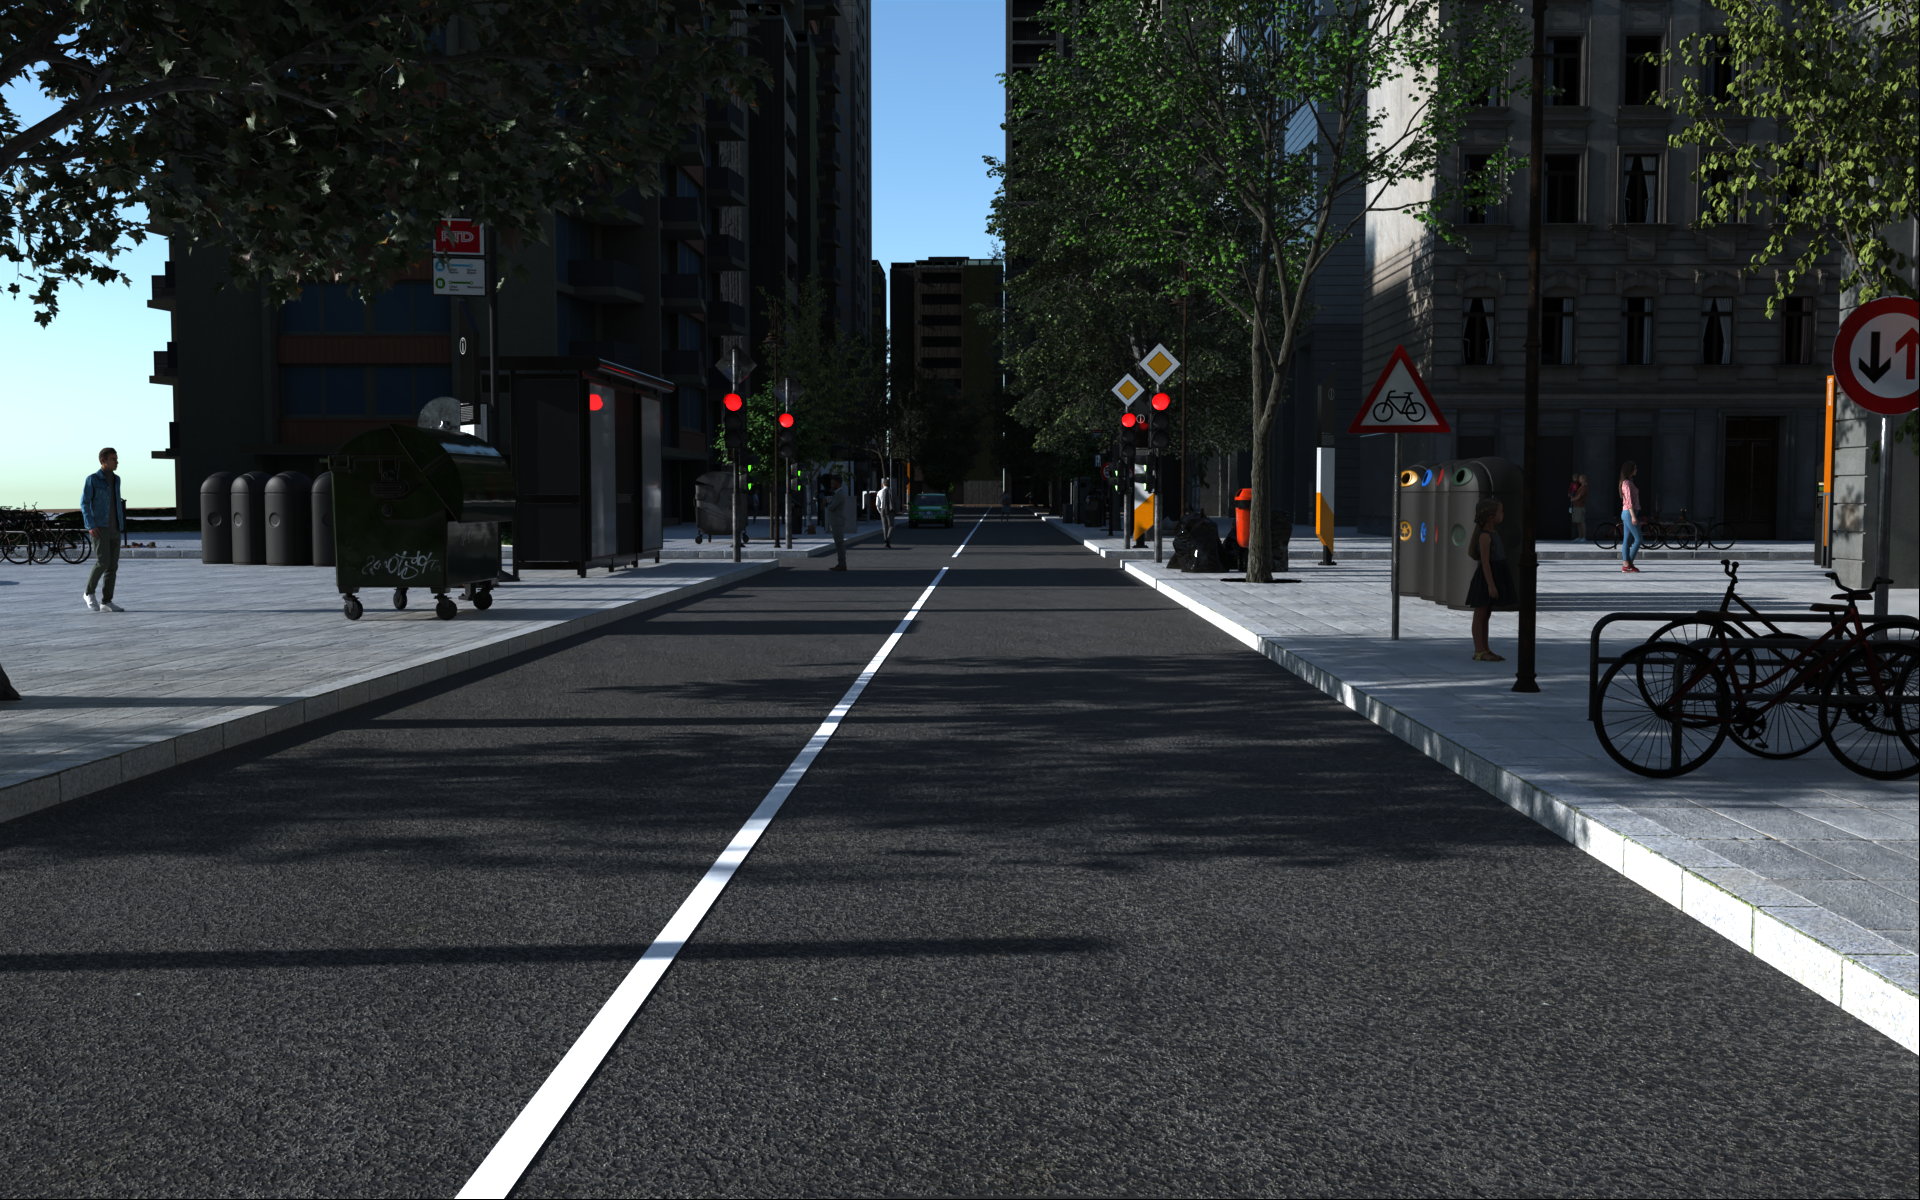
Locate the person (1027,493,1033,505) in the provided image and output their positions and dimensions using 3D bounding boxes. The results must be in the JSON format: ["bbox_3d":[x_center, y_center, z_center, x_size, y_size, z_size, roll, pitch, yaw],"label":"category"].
[{"bbox_3d":[7.841,-11.261,190.953,1.217,1.735,0.721,0,4,-7],"label":"person"}]

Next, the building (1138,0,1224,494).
[{"bbox_3d":[24.672,-30.919,129.223,21.300,48.544,21.600,0,4,1],"label":"building"}]

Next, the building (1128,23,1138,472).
[{"bbox_3d":[25.441,-37.417,153.767,21.231,58.520,28.212,0,4,1],"label":"building"}]

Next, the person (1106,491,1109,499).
[{"bbox_3d":[10.861,-7.233,125.241,0.436,1.711,0.756,3,5,44],"label":"person"}]

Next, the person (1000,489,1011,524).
[{"bbox_3d":[2.227,-4.529,83.550,0.512,1.701,0.522,-1,4,-15],"label":"person"}]

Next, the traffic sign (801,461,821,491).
[{"bbox_3d":[-5.368,-3.788,62.036,0.768,2.556,0.104,0,4,6],"label":"traffic sign"}]

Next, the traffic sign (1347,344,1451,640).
[{"bbox_3d":[3.829,-0.927,15.160,0.884,2.594,0.081,0,4,5],"label":"traffic sign"}]

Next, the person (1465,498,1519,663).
[{"bbox_3d":[4.085,-0.158,13.290,0.373,1.253,0.362,2,4,35],"label":"person"}]

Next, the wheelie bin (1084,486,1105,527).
[{"bbox_3d":[5.220,-3.625,67.170,0.693,1.594,0.980,2,4,24],"label":"wheelie bin"}]

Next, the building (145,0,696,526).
[{"bbox_3d":[-21.157,-25.617,73.461,22.147,44.769,28.867,0,4,1],"label":"building"}]

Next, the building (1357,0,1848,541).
[{"bbox_3d":[21.909,-12.382,51.596,18.267,20.994,9.793,0,4,1],"label":"building"}]

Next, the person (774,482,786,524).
[{"bbox_3d":[-7.653,-4.156,73.806,0.655,1.846,0.447,0,4,-1],"label":"person"}]

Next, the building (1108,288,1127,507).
[{"bbox_3d":[22.046,-24.730,176.032,14.160,30.474,14.107,0,4,1],"label":"building"}]

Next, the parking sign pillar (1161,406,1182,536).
[{"bbox_3d":[6.549,-3.990,53.716,1.447,3.967,1.447,-1,4,-15],"label":"parking sign pillar"}]

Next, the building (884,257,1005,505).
[{"bbox_3d":[-1.498,-27.039,213.783,14.107,30.474,14.160,0,4,1],"label":"building"}]

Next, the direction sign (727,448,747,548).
[{"bbox_3d":[-5.350,-3.034,41.606,0.379,3.537,0.876,2,4,24],"label":"direction sign"}]

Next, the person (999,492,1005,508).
[{"bbox_3d":[4.559,-10.407,179.366,1.217,1.735,0.721,-1,4,-20],"label":"person"}]

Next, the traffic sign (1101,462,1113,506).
[{"bbox_3d":[5.945,-4.187,68.558,0.768,2.556,0.104,0,4,5],"label":"traffic sign"}]

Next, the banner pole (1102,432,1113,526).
[{"bbox_3d":[5.924,-4.838,69.111,0.863,3.779,0.401,0,4,-6],"label":"banner pole"}]

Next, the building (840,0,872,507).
[{"bbox_3d":[-19.743,-44.961,173.360,20.611,71.187,20.563,0,4,1],"label":"building"}]

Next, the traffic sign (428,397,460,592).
[{"bbox_3d":[-6.732,-1.380,22.665,0.768,2.556,0.104,0,4,6],"label":"traffic sign"}]

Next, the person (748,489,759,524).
[{"bbox_3d":[-8.745,-3.993,73.929,0.503,1.515,0.523,2,4,33],"label":"person"}]

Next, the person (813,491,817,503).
[{"bbox_3d":[-7.752,-5.448,95.471,0.623,1.781,0.721,-3,4,-37],"label":"person"}]

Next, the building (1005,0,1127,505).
[{"bbox_3d":[15.938,-47.547,215.643,20.611,71.187,20.563,0,4,1],"label":"building"}]

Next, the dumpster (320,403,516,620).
[{"bbox_3d":[-5.707,-0.968,18.325,1.502,2.255,1.985,0,4,1],"label":"dumpster"}]

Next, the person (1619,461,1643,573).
[{"bbox_3d":[10.951,-1.358,28.262,0.388,1.821,0.555,0,4,5],"label":"person"}]

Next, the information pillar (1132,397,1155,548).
[{"bbox_3d":[4.361,-3.037,41.014,0.504,3.616,0.183,2,4,25],"label":"information pillar"}]

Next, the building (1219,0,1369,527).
[{"bbox_3d":[19.623,-18.623,81.978,11.434,29.767,29.804,0,4,1],"label":"building"}]

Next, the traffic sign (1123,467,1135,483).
[{"bbox_3d":[7.442,-4.739,77.595,0.768,2.556,0.104,0,4,3],"label":"traffic sign"}]

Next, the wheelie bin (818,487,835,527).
[{"bbox_3d":[-5.099,-3.629,67.243,0.693,1.594,0.980,1,4,12],"label":"wheelie bin"}]

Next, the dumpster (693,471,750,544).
[{"bbox_3d":[-6.184,-2.399,44.981,1.264,1.857,1.865,0,4,1],"label":"dumpster"}]

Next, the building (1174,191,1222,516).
[{"bbox_3d":[19.115,-15.404,106.605,10.420,20.320,16.860,0,4,1],"label":"building"}]

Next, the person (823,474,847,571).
[{"bbox_3d":[-2.357,-1.456,32.485,0.466,1.800,0.511,-1,4,-21],"label":"person"}]

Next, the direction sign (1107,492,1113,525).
[{"bbox_3d":[6.375,-4.939,72.749,0.379,3.537,0.876,0,4,6],"label":"direction sign"}]

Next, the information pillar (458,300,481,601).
[{"bbox_3d":[-5.884,-1.802,20.820,0.183,3.616,0.504,-3,4,-36],"label":"information pillar"}]

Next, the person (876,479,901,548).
[{"bbox_3d":[-1.911,-2.311,46.389,0.679,1.850,0.850,1,4,8],"label":"person"}]

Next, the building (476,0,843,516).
[{"bbox_3d":[-20.548,-29.066,129.855,22.147,44.769,28.867,0,4,1],"label":"building"}]

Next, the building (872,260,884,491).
[{"bbox_3d":[-16.372,-27.086,214.556,14.107,30.474,14.160,0,4,1],"label":"building"}]

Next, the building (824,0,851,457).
[{"bbox_3d":[-17.046,-30.651,151.256,14.600,45.320,14.200,0,4,1],"label":"building"}]

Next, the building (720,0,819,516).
[{"bbox_3d":[-16.138,-20.276,103.220,14.160,30.474,14.107,0,4,1],"label":"building"}]

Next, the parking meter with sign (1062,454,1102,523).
[{"bbox_3d":[5.353,-4.876,75.978,1.738,3.016,0.543,-2,4,-25],"label":"parking meter with sign"}]

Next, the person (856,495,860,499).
[{"bbox_3d":[-8.143,-7.564,130.439,1.217,1.743,0.721,1,4,20],"label":"person"}]

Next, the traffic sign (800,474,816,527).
[{"bbox_3d":[-5.994,-4.099,67.027,0.884,2.594,0.081,0,4,7],"label":"traffic sign"}]

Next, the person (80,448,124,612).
[{"bbox_3d":[-9.317,-0.761,18.834,0.444,1.785,0.601,1,4,23],"label":"person"}]

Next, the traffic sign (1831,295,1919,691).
[{"bbox_3d":[5.988,-0.679,11.213,0.768,2.556,0.104,0,4,3],"label":"traffic sign"}]

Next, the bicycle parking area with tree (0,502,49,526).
[{"bbox_3d":[-41.608,-5.069,69.882,9.016,4.147,8.231,-1,4,-22],"label":"bicycle parking area with tree"}]

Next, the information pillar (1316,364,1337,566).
[{"bbox_3d":[6.561,-2.427,31.029,0.183,3.616,0.504,3,5,43],"label":"information pillar"}]

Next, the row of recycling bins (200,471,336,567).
[{"bbox_3d":[-12.395,-1.490,31.479,3.534,1.692,1.069,2,4,25],"label":"row of recycling bins"}]

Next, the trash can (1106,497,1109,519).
[{"bbox_3d":[7.353,-4.642,87.550,0.748,1.137,0.748,0,3,0],"label":"trash can"}]

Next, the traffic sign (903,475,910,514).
[{"bbox_3d":[-3.669,-6.895,112.840,0.768,2.556,0.104,0,4,7],"label":"traffic sign"}]

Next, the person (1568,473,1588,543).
[{"bbox_3d":[16.455,-2.447,46.033,0.573,1.828,0.580,-3,5,-43],"label":"person"}]

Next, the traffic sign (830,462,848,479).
[{"bbox_3d":[-4.738,-4.154,68.016,0.768,2.556,0.104,1,4,9],"label":"traffic sign"}]

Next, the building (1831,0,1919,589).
[{"bbox_3d":[17.262,-14.134,8.584,11.434,29.767,29.804,0,4,1],"label":"building"}]

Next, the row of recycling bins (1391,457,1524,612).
[{"bbox_3d":[5.942,-0.823,20.576,1.069,1.692,3.534,0,4,1],"label":"row of recycling bins"}]
